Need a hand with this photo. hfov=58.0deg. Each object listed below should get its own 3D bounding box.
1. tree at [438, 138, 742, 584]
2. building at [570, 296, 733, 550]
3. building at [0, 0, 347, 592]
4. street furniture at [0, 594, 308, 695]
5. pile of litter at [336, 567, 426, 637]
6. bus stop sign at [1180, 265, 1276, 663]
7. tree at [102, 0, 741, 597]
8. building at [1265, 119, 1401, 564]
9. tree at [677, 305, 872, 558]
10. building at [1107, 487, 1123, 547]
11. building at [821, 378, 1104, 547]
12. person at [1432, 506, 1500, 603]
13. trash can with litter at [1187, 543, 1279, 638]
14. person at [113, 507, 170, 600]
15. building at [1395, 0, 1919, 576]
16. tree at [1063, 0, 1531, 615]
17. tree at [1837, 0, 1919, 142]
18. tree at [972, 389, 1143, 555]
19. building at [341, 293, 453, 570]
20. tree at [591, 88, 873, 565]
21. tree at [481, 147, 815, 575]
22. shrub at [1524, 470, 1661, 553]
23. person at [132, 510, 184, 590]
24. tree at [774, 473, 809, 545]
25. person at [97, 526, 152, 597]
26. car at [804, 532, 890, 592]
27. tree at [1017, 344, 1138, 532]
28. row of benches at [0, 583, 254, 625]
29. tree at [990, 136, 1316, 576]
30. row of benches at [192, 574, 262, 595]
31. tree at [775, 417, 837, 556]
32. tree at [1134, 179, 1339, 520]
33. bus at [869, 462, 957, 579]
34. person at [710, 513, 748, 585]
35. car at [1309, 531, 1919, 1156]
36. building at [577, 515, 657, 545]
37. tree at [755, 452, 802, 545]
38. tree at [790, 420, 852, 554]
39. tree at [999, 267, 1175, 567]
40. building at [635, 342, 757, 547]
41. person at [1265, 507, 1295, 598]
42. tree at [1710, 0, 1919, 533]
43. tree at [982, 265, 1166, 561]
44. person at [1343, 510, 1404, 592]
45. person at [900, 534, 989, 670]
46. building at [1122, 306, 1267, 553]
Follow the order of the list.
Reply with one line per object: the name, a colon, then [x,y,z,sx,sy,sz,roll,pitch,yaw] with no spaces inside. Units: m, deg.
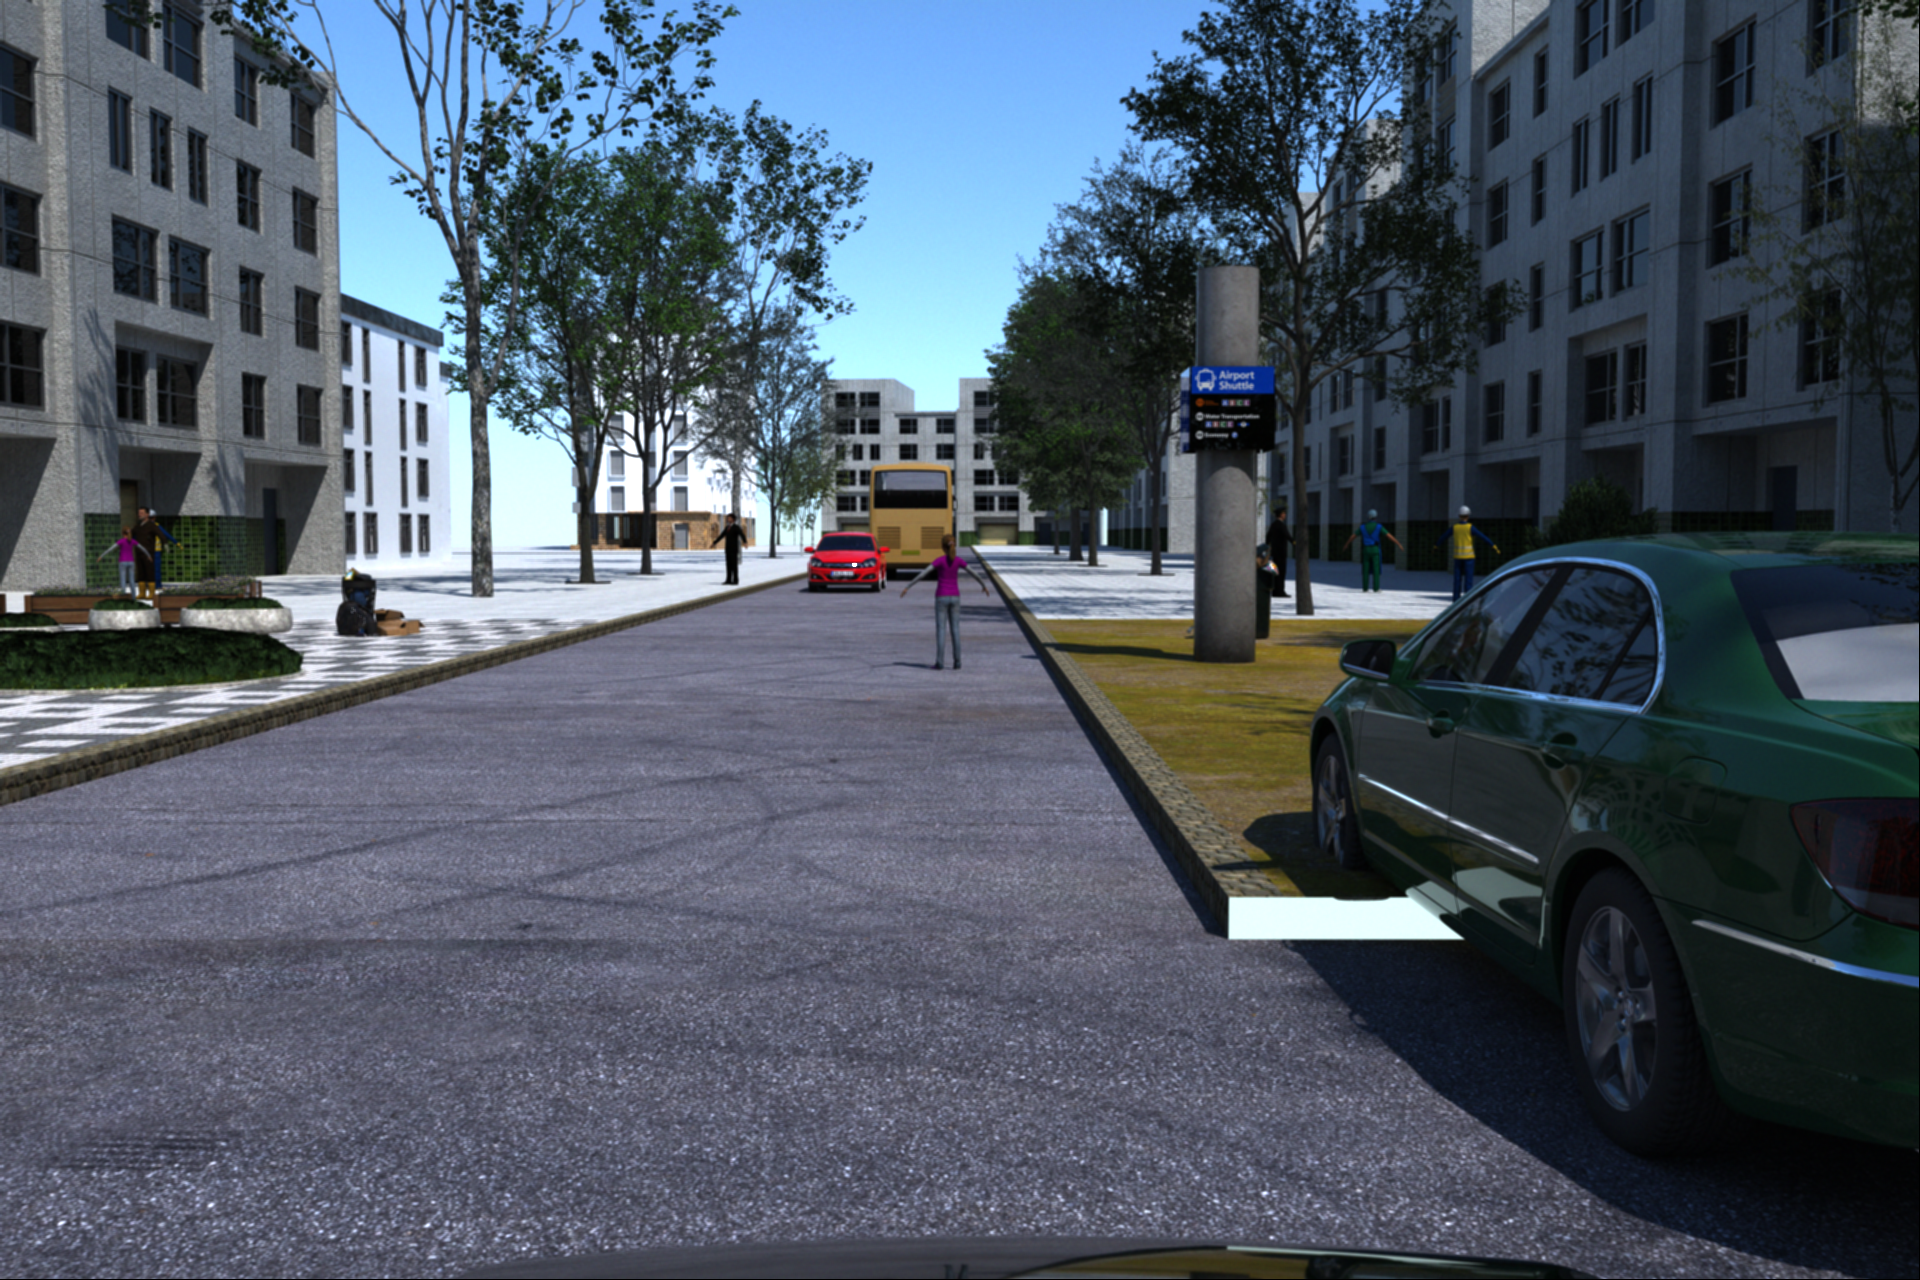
tree: [-9.605,-7.278,44.752,9.928,11.665,9.643,0,3,0]
building: [-24.830,-17.267,138.741,16.016,20.090,11.380,0,4,-1]
building: [-27.993,-10.520,38.455,16.747,18.905,31.486,0,4,1]
street furniture: [-11.002,0.009,15.481,10.072,0.657,5.734,-1,4,-10]
pile of litter: [-7.511,-0.516,22.405,1.176,0.858,1.719,0,4,0]
bus stop sign: [2.667,-1.733,17.355,0.837,3.901,0.837,0,4,1]
tree: [-10.495,-10.860,33.447,12.611,20.169,13.585,0,3,0]
building: [25.704,-13.216,82.543,16.747,18.905,31.486,0,4,0]
tree: [-9.851,-11.096,91.789,12.009,13.543,11.850,0,3,0]
building: [24.232,-18.667,171.659,16.747,18.905,31.486,0,4,0]
building: [0.824,-20.424,202.846,31.486,18.905,16.747,0,4,6]
person: [8.905,-1.472,30.529,1.216,1.772,0.721,2,4,35]
trash can with litter: [3.337,-0.602,21.236,1.055,1.170,0.624,0,4,0]
person: [-15.842,-1.682,33.631,1.346,1.812,0.704,1,4,19]
building: [23.807,-10.943,45.374,16.747,18.905,31.486,0,4,0]
tree: [5.119,-5.670,27.114,7.601,10.594,8.767,0,4,-2]
tree: [10.580,-5.361,13.411,9.928,11.665,9.643,0,3,0]
tree: [5.837,-11.866,104.386,12.009,13.543,11.850,0,3,0]
building: [-26.004,-7.951,72.147,9.099,9.664,28.070,0,3,0]
tree: [-9.921,-13.317,73.625,12.611,20.169,13.585,0,3,0]
tree: [-9.768,-8.802,54.288,12.009,13.543,11.850,0,3,0]
shrub: [7.800,-1.058,21.344,1.661,2.075,1.752,0,3,0]
person: [-18.451,-2.057,39.596,1.349,1.833,0.705,0,4,3]
tree: [-19.070,-15.083,196.962,4.737,8.622,4.395,0,3,0]
person: [-15.269,-1.371,31.686,0.599,1.433,0.991,3,5,41]
car: [-2.840,-2.139,44.014,2.155,1.783,4.494,0,4,0]
tree: [6.407,-10.659,92.403,7.486,12.596,7.792,0,3,0]
row of benches: [-10.724,-0.355,21.273,4.104,0.672,1.422,-1,4,-12]
tree: [6.050,-8.757,53.548,12.009,13.543,11.850,0,3,0]
row of benches: [-10.729,-0.604,25.337,1.422,0.672,4.104,-1,4,-17]
tree: [-9.488,-9.332,102.939,4.360,8.622,3.978,0,3,0]
tree: [5.280,-5.264,36.431,4.360,8.622,3.978,0,3,0]
bus: [-1.525,-4.091,58.427,2.896,3.916,12.252,0,4,0]
person: [-5.795,-2.299,43.773,1.347,1.806,0.705,3,5,40]
car: [2.396,0.389,5.437,2.131,1.459,4.920,0,4,-1]
building: [-27.978,-18.264,155.034,16.016,20.090,11.380,0,4,0]
tree: [-21.518,-16.987,203.485,9.928,11.665,9.643,0,3,0]
tree: [-9.114,-9.718,109.259,4.737,8.622,4.395,0,3,0]
tree: [5.108,-8.709,68.140,9.928,11.665,9.643,0,3,0]
building: [-26.836,-19.309,172.121,16.016,20.090,11.380,0,4,1]
person: [6.497,-1.783,35.081,0.705,1.837,1.347,-1,4,-20]
tree: [12.503,-4.424,22.688,4.360,8.622,3.978,0,3,0]
tree: [5.494,-10.697,81.549,9.857,13.997,8.962,0,3,0]
person: [9.075,-1.957,38.131,1.347,1.817,0.704,2,4,29]
person: [-0.148,-0.404,18.327,0.991,1.433,0.599,-1,4,-20]
building: [22.583,-16.379,134.257,16.747,18.905,31.486,0,4,0]
